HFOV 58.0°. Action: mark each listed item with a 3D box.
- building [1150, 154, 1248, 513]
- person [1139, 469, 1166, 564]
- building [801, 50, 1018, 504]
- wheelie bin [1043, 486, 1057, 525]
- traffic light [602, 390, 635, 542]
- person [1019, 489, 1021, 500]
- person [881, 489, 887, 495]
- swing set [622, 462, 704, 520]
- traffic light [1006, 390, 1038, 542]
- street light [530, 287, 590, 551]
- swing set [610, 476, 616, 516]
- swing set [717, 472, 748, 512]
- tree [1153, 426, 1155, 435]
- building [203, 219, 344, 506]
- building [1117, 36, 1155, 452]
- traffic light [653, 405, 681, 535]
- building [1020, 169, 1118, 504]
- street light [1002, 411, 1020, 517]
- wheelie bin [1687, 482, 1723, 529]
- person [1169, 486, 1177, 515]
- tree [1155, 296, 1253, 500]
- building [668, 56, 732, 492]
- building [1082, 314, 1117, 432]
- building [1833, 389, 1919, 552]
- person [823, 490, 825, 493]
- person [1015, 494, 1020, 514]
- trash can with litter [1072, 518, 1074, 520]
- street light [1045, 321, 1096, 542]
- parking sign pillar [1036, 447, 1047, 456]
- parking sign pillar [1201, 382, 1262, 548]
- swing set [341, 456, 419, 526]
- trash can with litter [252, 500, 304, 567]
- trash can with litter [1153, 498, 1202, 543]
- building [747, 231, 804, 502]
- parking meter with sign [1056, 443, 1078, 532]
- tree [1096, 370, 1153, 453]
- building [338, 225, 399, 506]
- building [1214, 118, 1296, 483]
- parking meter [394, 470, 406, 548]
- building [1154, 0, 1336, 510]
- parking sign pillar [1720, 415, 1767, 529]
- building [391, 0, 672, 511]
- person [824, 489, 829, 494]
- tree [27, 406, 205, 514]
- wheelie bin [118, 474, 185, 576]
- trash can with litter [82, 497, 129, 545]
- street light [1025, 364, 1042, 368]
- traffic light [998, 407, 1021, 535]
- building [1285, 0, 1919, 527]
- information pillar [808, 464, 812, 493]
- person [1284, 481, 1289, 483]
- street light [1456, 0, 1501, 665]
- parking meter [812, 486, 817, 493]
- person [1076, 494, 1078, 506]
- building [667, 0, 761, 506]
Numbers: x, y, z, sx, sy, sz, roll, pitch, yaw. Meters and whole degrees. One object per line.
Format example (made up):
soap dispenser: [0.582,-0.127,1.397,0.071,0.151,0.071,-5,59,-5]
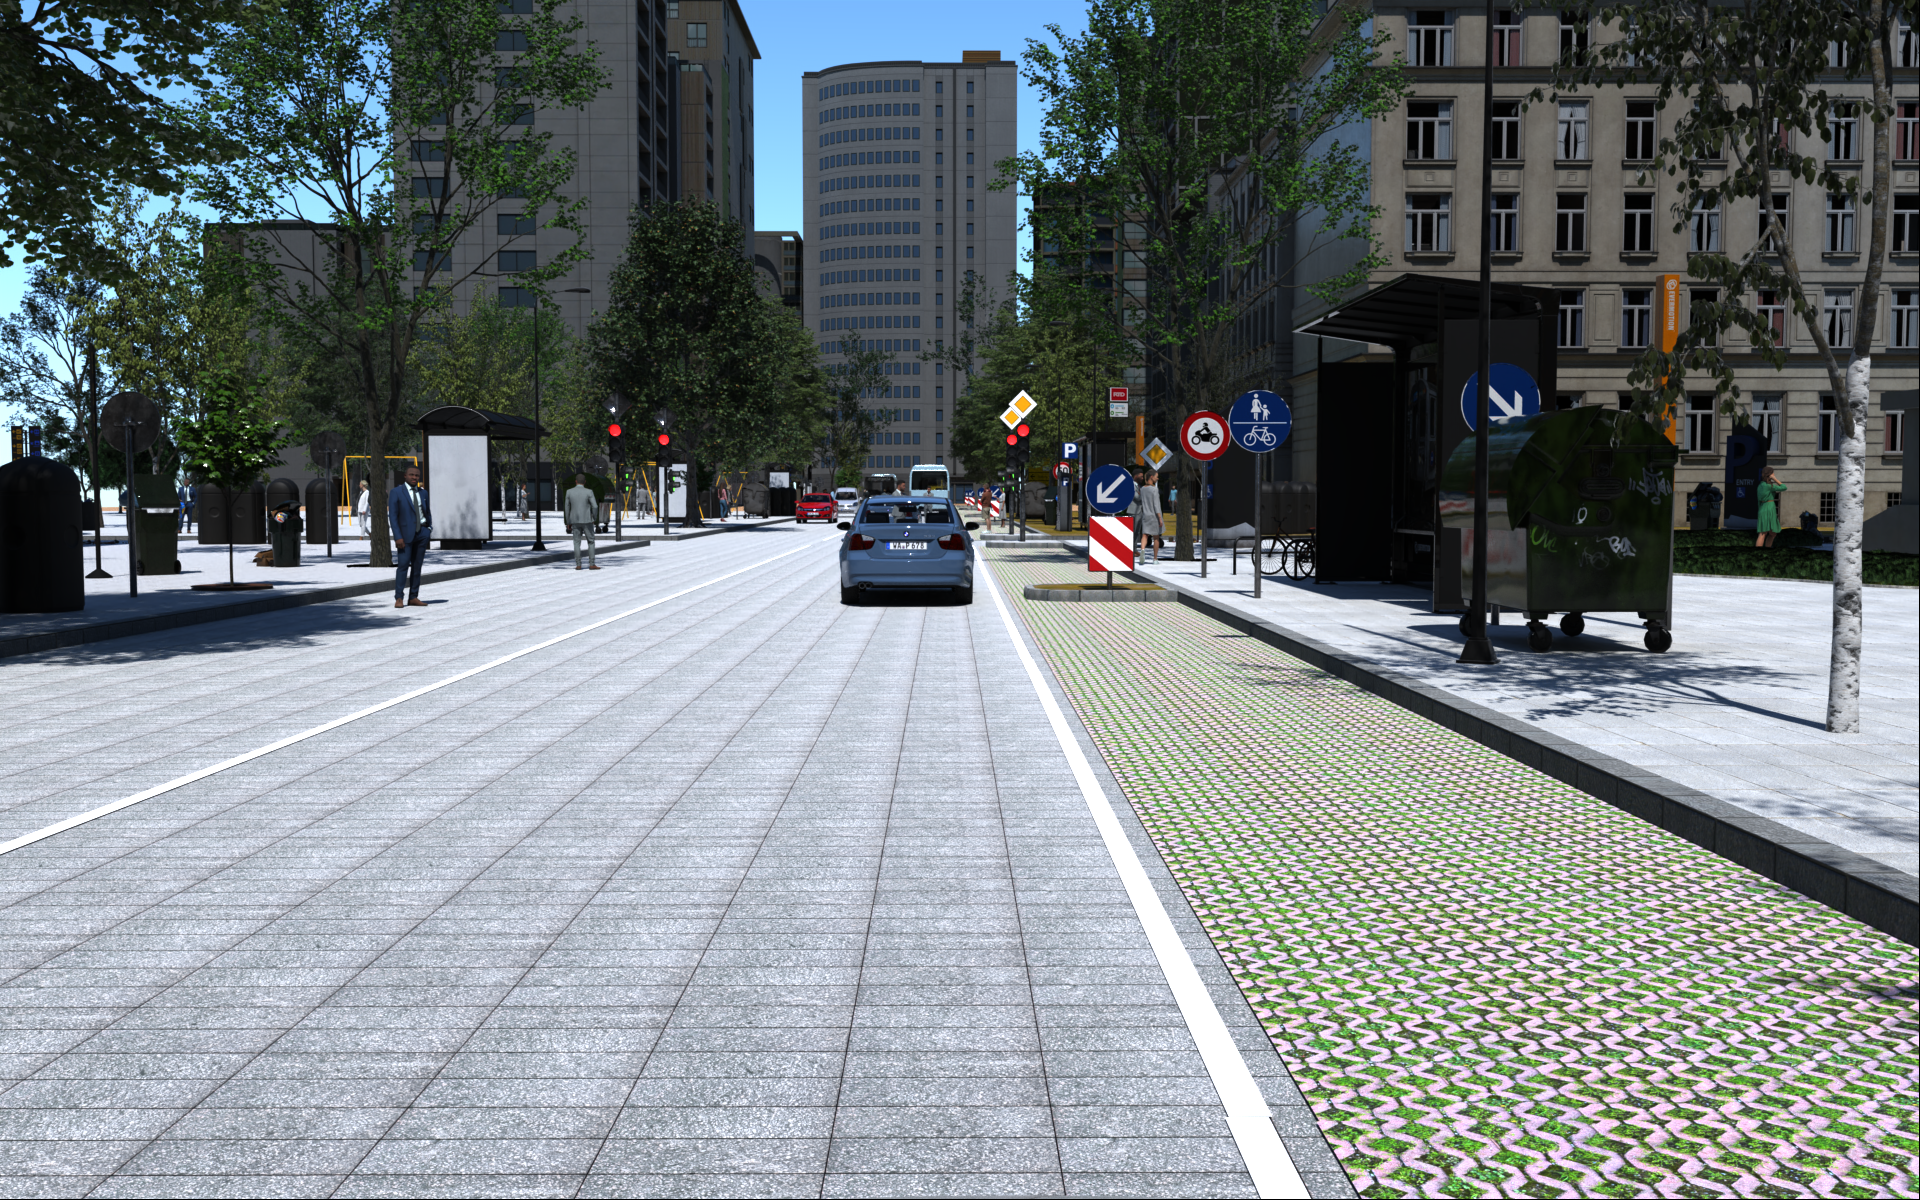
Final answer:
building: [21.366,-18.101,115.017,14.314,24.678,30.058,0,4,0]
person: [3.465,-1.503,31.371,0.466,1.731,0.760,1,4,20]
building: [-6.763,-42.308,233.733,28.212,58.520,21.231,0,4,0]
wheelie bin: [3.862,-3.869,71.168,0.693,1.594,0.980,-3,5,-41]
traffic light: [-9.189,-3.526,46.570,0.839,4.253,0.868,0,4,0]
person: [7.035,-12.032,202.749,1.348,1.826,0.705,-2,4,-26]
person: [-6.258,-8.297,144.241,1.350,1.814,0.705,3,5,41]
swing set: [-14.533,-5.356,85.198,2.862,2.851,3.119,3,5,42]
traffic light: [1.672,-3.532,46.667,0.839,4.253,0.868,0,4,0]
street light: [-9.000,-4.068,39.060,1.470,5.913,1.316,0,4,0]
swing set: [-16.331,-5.668,90.289,3.119,2.851,2.862,1,4,9]
swing set: [-16.224,-7.734,124.070,3.119,2.851,2.862,3,5,44]
tree: [10.738,-7.732,76.780,4.360,8.622,3.978,0,3,0]
building: [-71.257,-25.349,186.151,14.107,30.474,14.160,0,4,0]
building: [21.273,-29.065,158.807,14.154,41.232,14.086,0,4,0]
traffic light: [-9.249,-4.014,54.555,0.839,4.253,0.868,0,4,0]
building: [22.544,-35.510,235.206,28.867,44.769,22.147,0,4,0]
street light: [2.689,-7.561,96.161,1.470,5.913,1.316,0,4,0]
wheelie bin: [19.379,-2.269,45.005,0.980,1.594,0.693,-3,5,-40]
person: [12.882,-5.996,103.935,0.748,1.841,0.638,-2,4,-24]
tree: [9.704,-6.949,63.986,4.360,8.622,3.978,0,3,0]
building: [-28.879,-29.039,158.390,14.154,41.232,14.086,0,4,0]
building: [27.666,-20.543,180.909,27.650,21.520,28.899,0,4,0]
building: [31.850,-20.259,23.123,32.217,40.220,23.993,0,4,0]
person: [-13.249,-10.001,170.383,0.721,1.723,1.217,-2,4,-26]
person: [3.450,-5.795,101.060,0.573,1.790,0.520,0,4,-7]
trash can with litter: [5.117,-4.541,85.295,1.678,1.210,2.233,1,4,19]
street light: [3.084,-4.534,46.664,1.470,5.913,1.316,0,4,0]
parking sign pillar: [4.850,-6.556,95.661,1.447,3.967,1.447,-1,4,-20]
parking sign pillar: [6.560,-3.260,41.771,1.447,3.967,1.447,-2,4,-24]
swing set: [-24.168,-4.545,71.928,3.119,2.851,2.862,-2,4,-26]
trash can with litter: [-12.078,-1.171,30.532,1.055,1.170,0.624,2,4,31]
trash can with litter: [6.228,-2.133,45.929,2.233,1.210,1.678,2,4,32]
building: [-32.907,-33.507,239.725,23.993,40.220,32.217,0,4,0]
parking meter with sign: [3.619,-3.867,59.494,0.543,3.016,1.738,0,4,-7]
tree: [9.330,-9.202,100.807,4.360,8.622,3.978,0,3,0]
building: [-57.160,-25.434,187.544,14.107,30.474,14.160,0,4,0]
building: [19.537,-14.792,90.998,9.793,20.994,18.267,0,4,0]
parking meter: [-13.282,-2.179,41.331,0.399,1.863,0.255,-1,4,-19]
building: [24.984,-42.940,140.328,20.563,71.187,20.611,0,4,0]
parking sign pillar: [25.880,-4.195,57.055,1.447,3.967,1.447,-2,4,-25]
building: [-32.163,-42.854,138.908,20.563,71.187,20.611,0,4,0]
person: [-14.867,-11.361,191.428,1.348,1.869,0.705,2,4,31]
tree: [-52.334,-8.919,108.736,20.602,7.101,11.467,3,5,40]
wheelie bin: [-12.860,-1.199,27.512,0.693,1.594,0.980,3,5,43]
trash can with litter: [-22.057,-2.046,44.517,2.233,1.210,1.678,-2,4,-34]
street light: [3.013,-5.480,62.141,1.470,5.913,1.316,0,4,0]
traffic light: [1.612,-4.020,54.652,0.839,4.253,0.868,0,4,0]
building: [29.805,-14.689,73.452,30.059,22.955,16.112,0,4,0]
information pillar: [-11.238,-8.454,129.581,0.183,3.616,0.504,2,4,26]
person: [13.150,-3.897,69.935,0.473,1.802,0.592,1,4,16]
street light: [3.408,-2.476,13.019,1.470,5.913,1.316,0,4,0]
parking meter: [-10.802,-7.520,128.668,0.255,1.863,0.399,1,4,18]
person: [8.085,-6.747,116.542,0.709,1.800,0.728,2,4,31]
building: [-35.766,-36.131,179.985,27.495,52.752,28.713,0,4,0]
